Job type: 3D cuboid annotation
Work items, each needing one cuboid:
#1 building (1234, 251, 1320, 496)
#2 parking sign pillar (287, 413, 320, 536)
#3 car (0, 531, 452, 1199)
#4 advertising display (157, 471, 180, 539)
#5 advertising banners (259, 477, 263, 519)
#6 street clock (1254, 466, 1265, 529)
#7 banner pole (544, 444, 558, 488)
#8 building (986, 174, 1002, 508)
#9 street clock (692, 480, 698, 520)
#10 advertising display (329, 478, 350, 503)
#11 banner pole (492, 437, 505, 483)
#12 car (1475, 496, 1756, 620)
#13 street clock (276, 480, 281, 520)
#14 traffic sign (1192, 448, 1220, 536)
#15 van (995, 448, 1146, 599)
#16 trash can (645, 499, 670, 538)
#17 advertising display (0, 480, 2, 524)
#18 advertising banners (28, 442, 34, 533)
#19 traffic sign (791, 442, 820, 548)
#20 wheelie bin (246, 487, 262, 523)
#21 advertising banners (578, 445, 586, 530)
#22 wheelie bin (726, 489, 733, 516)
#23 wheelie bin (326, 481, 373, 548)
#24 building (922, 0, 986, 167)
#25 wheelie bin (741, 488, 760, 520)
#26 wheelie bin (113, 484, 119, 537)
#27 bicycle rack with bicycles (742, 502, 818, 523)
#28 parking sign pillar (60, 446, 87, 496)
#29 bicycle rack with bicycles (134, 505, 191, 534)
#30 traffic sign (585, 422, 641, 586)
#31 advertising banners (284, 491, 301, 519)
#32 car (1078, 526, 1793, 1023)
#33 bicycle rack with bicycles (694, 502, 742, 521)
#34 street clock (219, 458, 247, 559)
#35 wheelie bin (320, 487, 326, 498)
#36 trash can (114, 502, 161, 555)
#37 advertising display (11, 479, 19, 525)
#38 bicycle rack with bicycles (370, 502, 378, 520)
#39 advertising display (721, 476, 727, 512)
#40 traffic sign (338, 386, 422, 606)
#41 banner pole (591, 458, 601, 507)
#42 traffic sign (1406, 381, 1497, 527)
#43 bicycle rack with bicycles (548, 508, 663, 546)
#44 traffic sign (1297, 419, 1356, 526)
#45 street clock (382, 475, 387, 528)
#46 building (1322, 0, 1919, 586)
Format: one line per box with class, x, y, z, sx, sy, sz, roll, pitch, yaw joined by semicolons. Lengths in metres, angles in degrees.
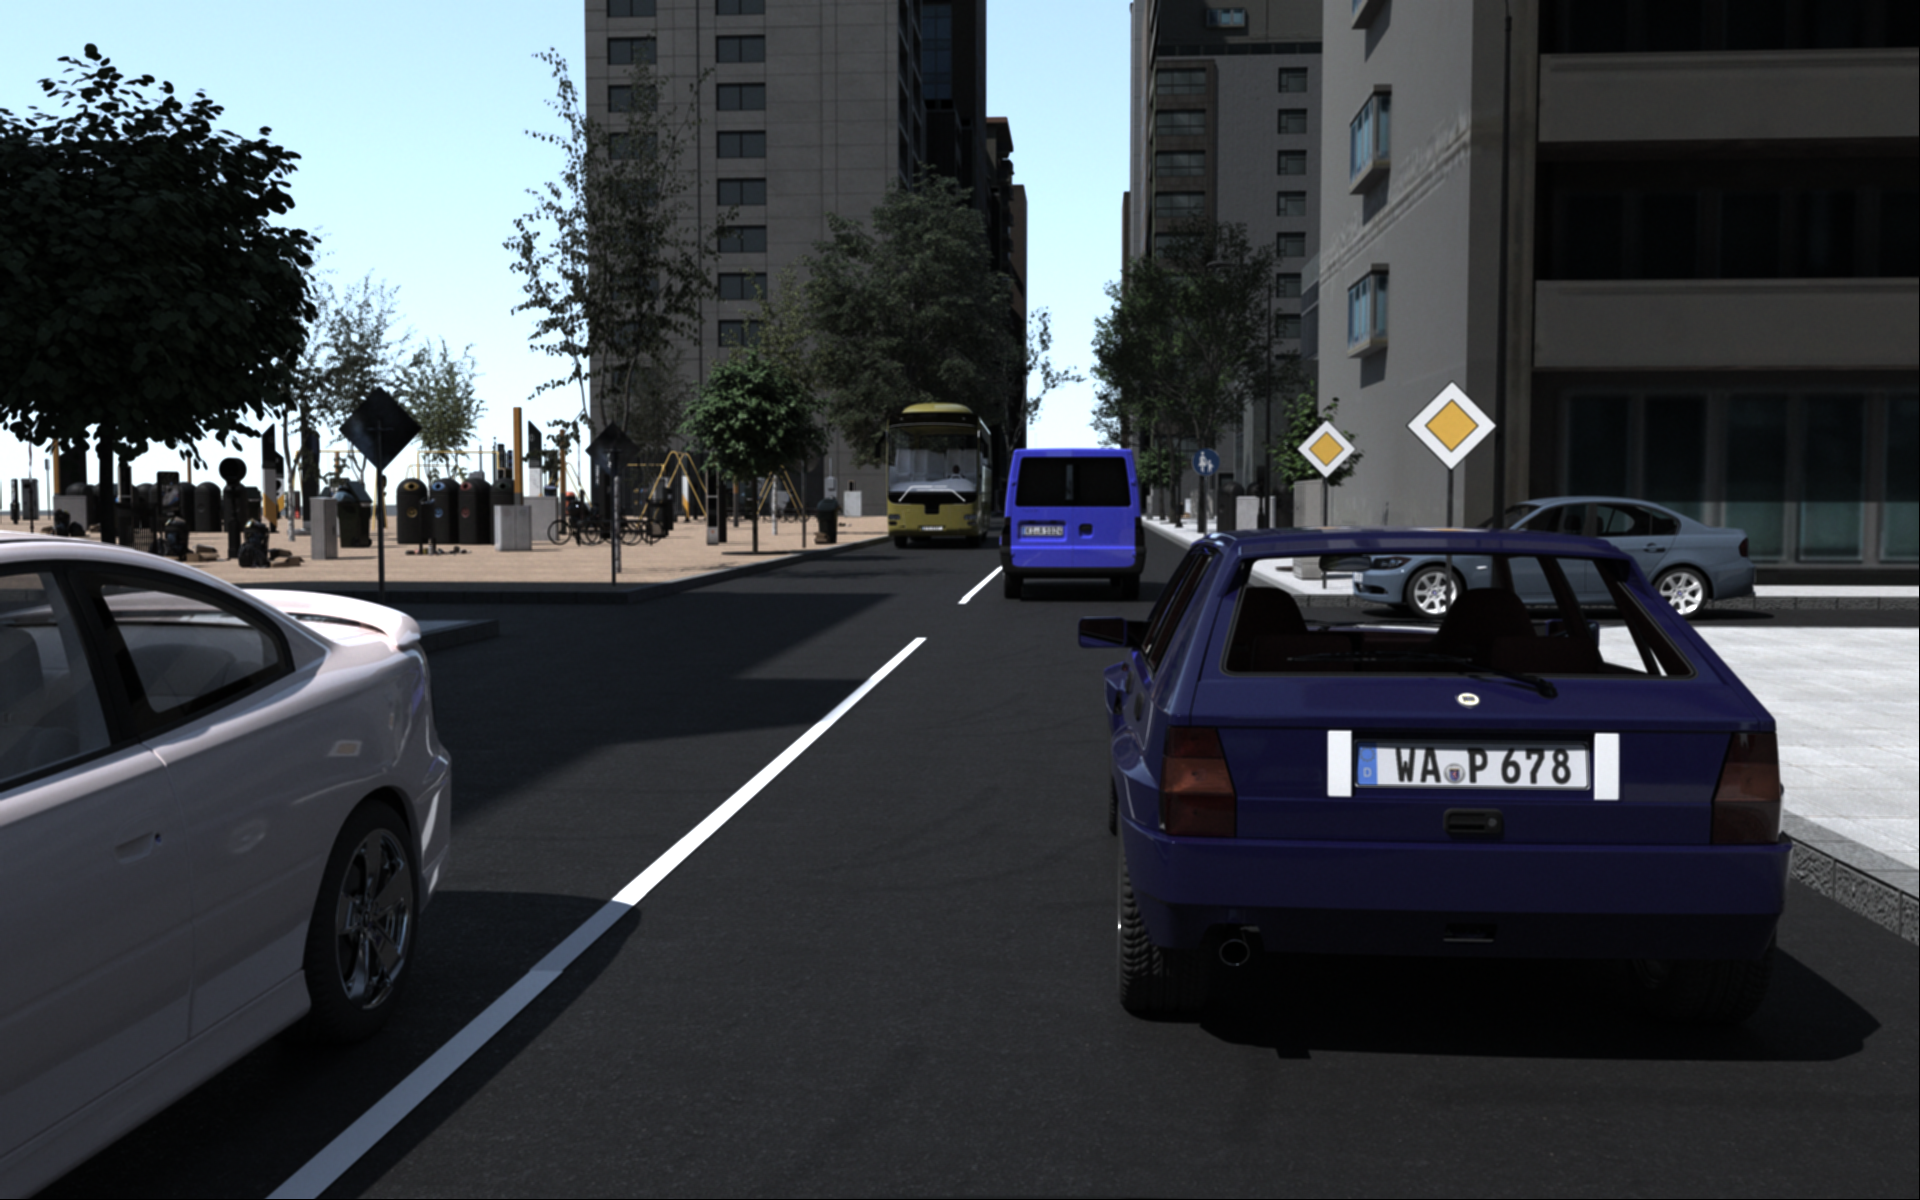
building;24.860;-46.632;75.110;22.319;86.520;31.000;0;4;4
parking sign pillar;-20.216;-4.003;53.915;1.447;3.967;1.447;-1;4;-16
car;-2.566;0.553;3.313;2.083;1.381;4.827;0;4;5
advertising display;-22.580;-2.705;49.435;0.123;1.923;0.974;0;4;5
advertising banners;-33.707;-5.306;82.935;0.090;3.025;2.074;1;4;23
street clock;7.670;-2.419;44.117;0.358;2.002;0.471;0;4;8
banner pole;-20.463;-5.901;86.492;0.863;3.779;0.401;-1;4;-22
building;-3.555;-23.498;155.901;14.160;30.474;14.107;0;4;4
street clock;-13.306;-5.043;87.028;0.358;2.002;0.471;-1;4;-13
advertising display;-24.484;-3.865;68.413;0.974;1.923;0.123;2;4;25
banner pole;-20.138;-5.238;75.651;0.401;3.779;0.863;2;4;25
car;6.938;-0.518;20.466;4.499;1.417;2.014;0;4;2
street clock;-34.474;-5.061;87.310;0.471;2.002;0.358;-2;4;-35
traffic sign;6.819;-2.933;48.057;0.768;2.556;0.104;1;4;11
van;1.601;-1.284;25.381;2.240;2.365;5.245;0;4;2
trash can;-8.833;-2.384;50.633;0.748;1.137;0.748;0;3;0
advertising display;-42.045;-4.281;75.205;0.974;1.923;0.123;1;4;19
advertising banners;-21.514;-2.685;40.094;0.090;3.025;2.074;-2;4;-28
traffic sign;-3.711;-2.511;41.159;0.768;2.556;0.104;1;4;10
wheelie bin;-30.172;-4.016;73.566;0.693;1.594;0.980;3;5;42
advertising banners;-12.929;-3.848;59.100;0.090;3.025;2.074;0;4;-7
wheelie bin;-13.218;-5.617;99.739;0.980;1.594;0.693;-3;5;-39
wheelie bin;-14.563;-2.057;41.545;0.693;1.594;0.980;1;4;9
building;-5.150;-30.048;141.398;14.600;45.320;14.200;0;4;4
wheelie bin;-10.525;-4.835;86.959;0.980;1.594;0.693;-1;4;-10
wheelie bin;-25.281;-2.688;51.852;0.980;1.594;0.693;2;4;31
bicycle rack with bicycles;-7.763;-4.004;78.843;2.925;0.926;2.852;2;4;28
parking sign pillar;-43.319;-5.870;84.443;1.447;3.967;1.447;3;4;38
bicycle rack with bicycles;-26.075;-2.599;55.877;2.852;0.926;2.925;-1;4;-8
traffic sign;-4.831;-1.253;24.127;0.795;2.450;0.064;0;4;4
advertising banners;-34.324;-5.714;89.611;2.074;3.025;0.090;3;4;36
car;1.386;0.397;6.083;1.945;1.354;3.894;0;4;4
bicycle rack with bicycles;-10.816;-4.195;81.972;2.925;0.926;2.852;1;4;13
street clock;-14.467;-1.831;34.502;0.471;2.002;0.358;1;4;12
wheelie bin;-26.385;-3.947;72.444;0.980;1.594;0.693;3;4;36
trash can;-14.278;-1.127;30.080;0.748;1.137;0.748;0;3;0
advertising display;-39.927;-4.157;73.178;0.123;1.923;0.974;-3;4;-36
bicycle rack with bicycles;-30.592;-4.528;87.407;2.852;0.926;2.925;-1;4;-21
advertising display;-8.637;-3.551;63.277;0.123;1.923;0.974;0;4;-3
traffic sign;-5.405;-0.766;16.162;0.795;2.450;0.064;0;4;4
banner pole;-18.660;-6.032;88.634;0.863;3.779;0.401;2;4;33
traffic sign;4.362;-0.722;15.440;0.795;2.450;0.064;0;4;4
bicycle rack with bicycles;-8.941;-1.864;43.861;2.925;0.926;2.852;-1;4;-13
traffic sign;4.937;-1.209;23.404;0.795;2.450;0.064;0;4;4
street clock;-21.873;-3.730;65.561;0.358;2.002;0.471;0;3;0
building;18.093;-24.972;31.991;21.600;48.544;21.300;0;4;4
